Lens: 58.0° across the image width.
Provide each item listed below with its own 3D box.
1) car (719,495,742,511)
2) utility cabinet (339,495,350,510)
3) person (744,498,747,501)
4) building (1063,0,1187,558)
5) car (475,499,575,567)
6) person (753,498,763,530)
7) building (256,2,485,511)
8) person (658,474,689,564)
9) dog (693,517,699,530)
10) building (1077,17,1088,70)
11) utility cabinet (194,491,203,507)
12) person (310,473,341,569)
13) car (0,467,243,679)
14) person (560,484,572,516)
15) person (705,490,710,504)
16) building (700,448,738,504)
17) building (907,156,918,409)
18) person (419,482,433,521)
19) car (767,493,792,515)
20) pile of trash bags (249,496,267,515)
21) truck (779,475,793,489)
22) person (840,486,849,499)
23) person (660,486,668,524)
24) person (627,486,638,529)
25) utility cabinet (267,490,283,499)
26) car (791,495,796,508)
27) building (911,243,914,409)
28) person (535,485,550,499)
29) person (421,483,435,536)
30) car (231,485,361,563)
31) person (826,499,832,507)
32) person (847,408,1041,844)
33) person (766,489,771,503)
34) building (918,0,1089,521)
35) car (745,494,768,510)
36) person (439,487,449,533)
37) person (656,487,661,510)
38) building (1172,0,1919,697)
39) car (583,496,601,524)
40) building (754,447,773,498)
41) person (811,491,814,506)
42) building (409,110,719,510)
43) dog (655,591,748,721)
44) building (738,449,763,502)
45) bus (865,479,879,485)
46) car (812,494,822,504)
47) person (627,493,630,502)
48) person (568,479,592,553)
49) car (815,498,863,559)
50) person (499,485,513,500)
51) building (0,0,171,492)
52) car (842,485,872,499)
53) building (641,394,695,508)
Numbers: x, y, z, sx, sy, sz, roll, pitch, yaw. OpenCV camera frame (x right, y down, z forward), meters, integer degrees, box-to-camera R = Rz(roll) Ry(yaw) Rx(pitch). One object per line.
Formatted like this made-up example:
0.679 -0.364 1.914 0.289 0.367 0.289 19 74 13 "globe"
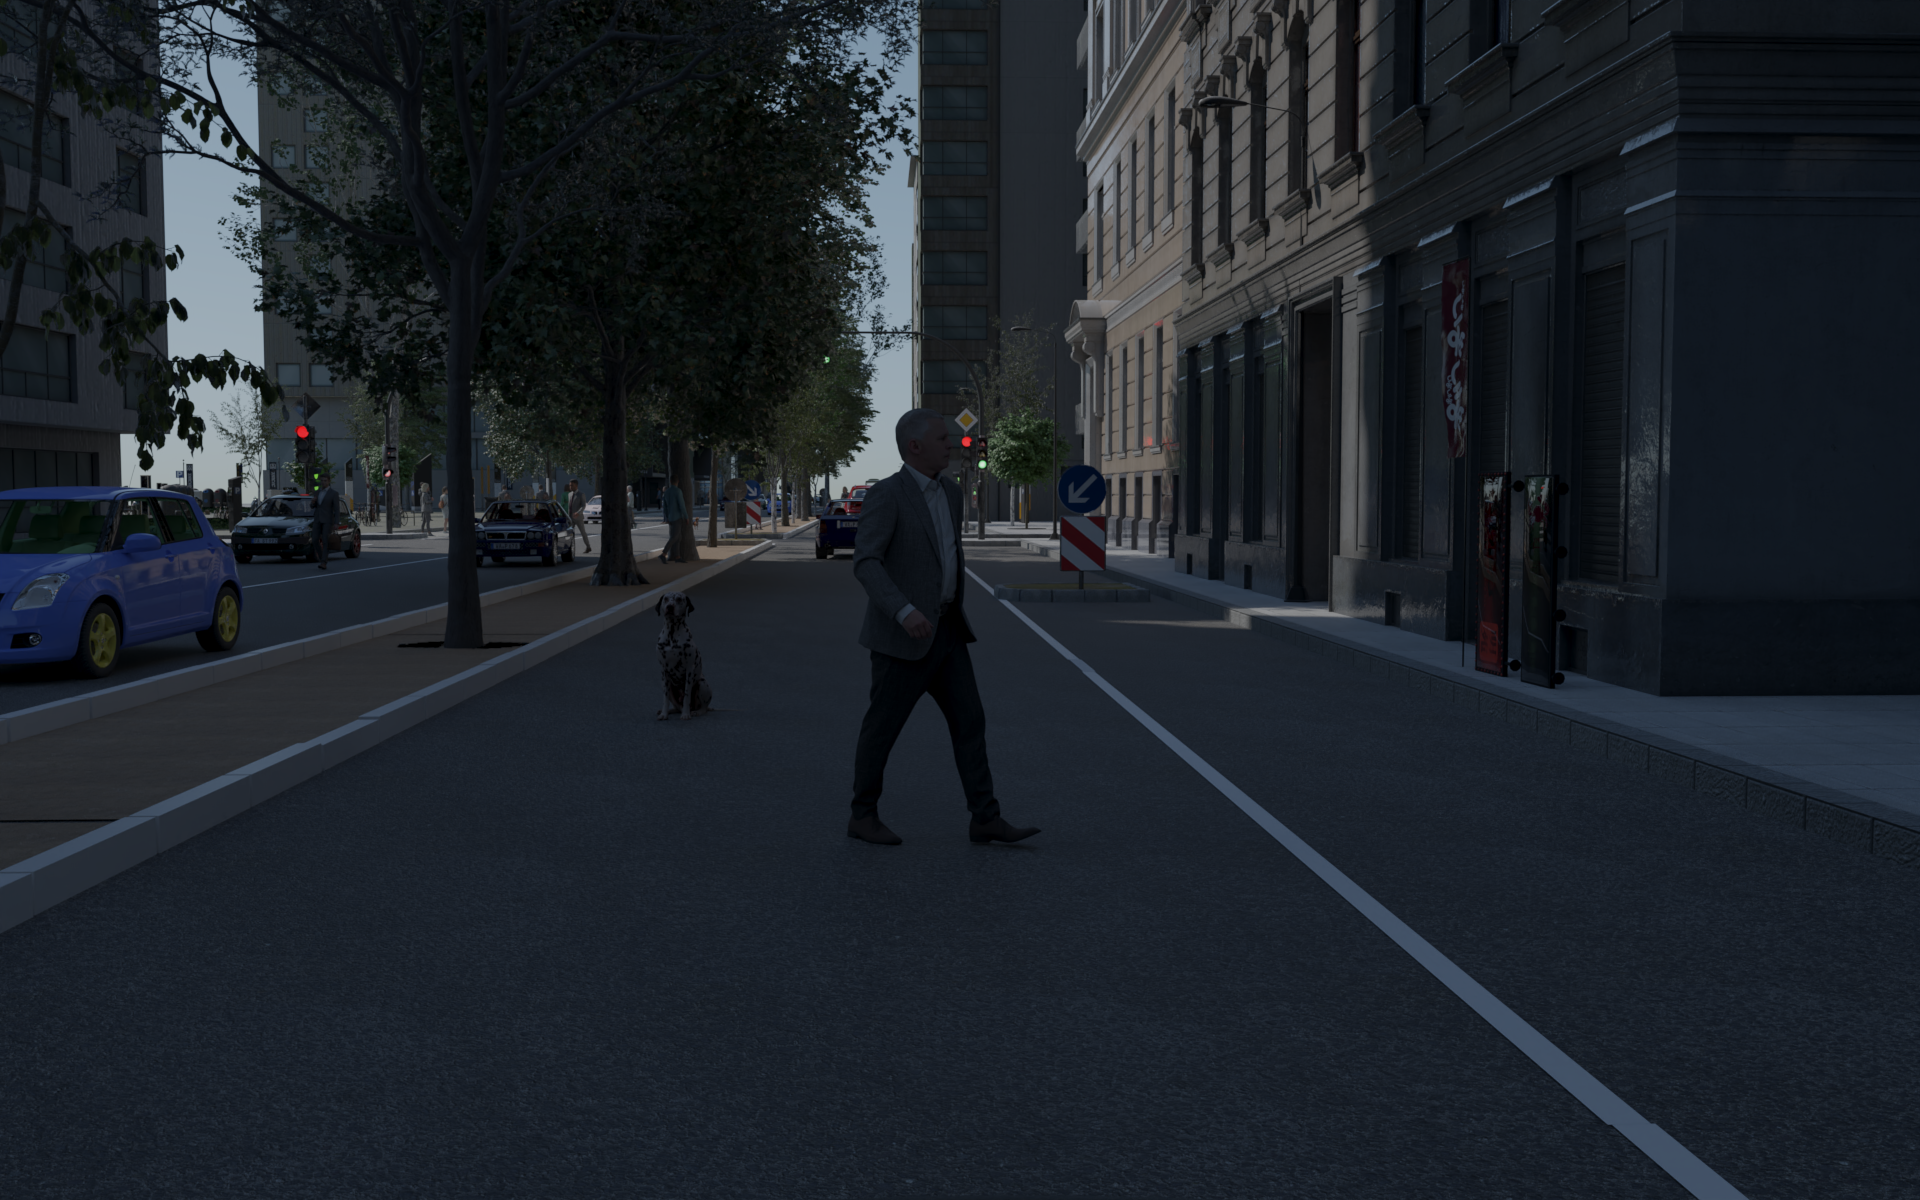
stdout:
-19.682 -8.327 148.721 1.945 1.354 3.894 0 4 -4 "car"
-27.682 -4.069 77.695 0.306 1.237 1.020 0 4 1 "utility cabinet"
-20.823 -9.769 168.214 1.348 1.826 0.705 0 4 -1 "person"
10.156 -15.451 38.534 13.634 28.700 20.117 0 4 -3 "building"
-8.955 -1.398 35.436 1.945 1.354 3.894 0 4 -5 "car"
-7.983 -3.416 68.637 0.394 1.301 0.425 2 4 28 "person"
-39.605 -33.858 142.822 28.713 52.752 27.495 0 4 -3 "building"
-5.900 -1.656 35.437 0.748 1.841 0.638 -2 4 -34 "person"
-10.632 -3.067 69.432 0.540 0.507 0.406 1 4 14 "dog"
19.704 -27.322 66.329 30.456 49.044 23.786 0 4 -3 "building"
-52.247 -6.684 117.963 1.173 1.500 0.318 -2 4 -27 "utility cabinet"
-12.120 -1.505 33.070 0.622 1.834 0.822 0 4 -1 "person"
-7.501 -0.302 14.537 1.945 1.707 3.694 0 4 -1 "car"
-14.279 -3.319 63.007 0.529 1.795 0.600 3 5 44 "person"
-31.193 -12.748 215.027 0.990 1.755 0.434 0 4 -8 "person"
-40.343 -55.968 227.753 22.319 86.520 31.000 0 4 -3 "building"
6.673 -41.161 262.217 28.713 52.752 27.495 0 4 -3 "building"
-25.657 -4.729 83.175 0.655 1.846 0.447 -2 4 -26 "person"
-12.209 -6.649 118.309 1.945 1.707 3.694 0 4 -1 "car"
-42.230 -5.867 105.684 1.912 1.369 3.447 -2 4 -29 "pile of trash bags"
-24.697 -16.265 255.690 2.967 4.110 18.799 0 4 -2 "truck"
-5.298 -4.384 80.354 0.537 1.800 0.526 1 4 10 "person"
-14.136 -4.552 83.111 0.419 1.800 0.721 -1 4 -23 "person"
-13.428 -3.776 70.718 0.515 1.767 0.782 -1 4 -9 "person"
-36.373 -5.116 92.330 0.318 1.500 1.173 1 4 23 "utility cabinet"
-14.608 -8.780 156.133 1.945 1.354 3.894 0 4 -2 "car"
-0.940 -36.679 283.291 14.154 41.232 14.086 0 4 -3 "building"
-17.532 -3.931 72.731 0.622 1.834 0.822 -2 4 -30 "person"
-17.966 -3.048 58.512 0.526 1.800 0.537 -1 4 -10 "person"
-14.280 -1.687 37.362 2.009 1.686 4.222 0 4 -3 "car"
-6.276 -4.256 83.098 0.382 1.210 0.505 3 4 37 "person"
-0.097 0.114 7.031 0.834 1.777 0.661 2 4 29 "person"
-14.110 -7.321 128.372 0.661 1.801 0.590 2 4 33 "person"
4.855 -19.308 87.392 14.160 30.474 14.107 0 4 -3 "building"
-18.609 -8.977 158.569 2.131 1.459 4.920 0 4 -4 "car"
-18.617 -3.254 62.702 0.512 1.701 0.522 3 5 39 "person"
-24.673 -8.303 141.781 0.705 1.826 1.348 0 4 -4 "person"
8.672 -10.415 19.439 9.793 20.994 18.267 0 4 -3 "building"
-17.244 -4.413 84.515 2.083 1.381 4.827 0 4 -2 "car"
-37.675 -36.557 281.305 14.154 41.232 14.086 0 4 -3 "building"
-9.765 -6.310 112.667 0.522 1.701 0.512 -1 4 -23 "person"
-40.531 -36.433 184.913 28.713 52.752 27.495 0 4 -3 "building"
-1.686 0.344 11.209 0.800 0.831 0.513 -3 5 -43 "dog"
-41.250 -36.989 259.397 22.147 44.769 28.867 0 4 -3 "building"
-13.710 -17.351 275.239 2.896 3.916 12.252 0 4 -2 "bus"
-19.840 -14.215 244.212 2.131 1.459 4.920 0 4 -3 "car"
-8.657 -2.103 43.480 0.643 1.750 0.593 3 5 41 "person"
-9.224 -2.013 41.693 0.678 1.792 0.850 2 4 34 "person"
-2.352 -1.652 39.583 1.945 1.354 3.894 0 4 -1 "car"
-19.633 -4.059 74.824 0.622 1.834 0.822 -1 4 -11 "person"
-27.851 -16.487 41.270 14.107 30.474 14.160 0 4 -3 "building"
-3.744 -3.854 71.681 2.281 1.827 5.304 0 4 -2 "car"
-33.243 -24.065 165.159 14.160 30.474 14.107 0 4 -3 "building"
